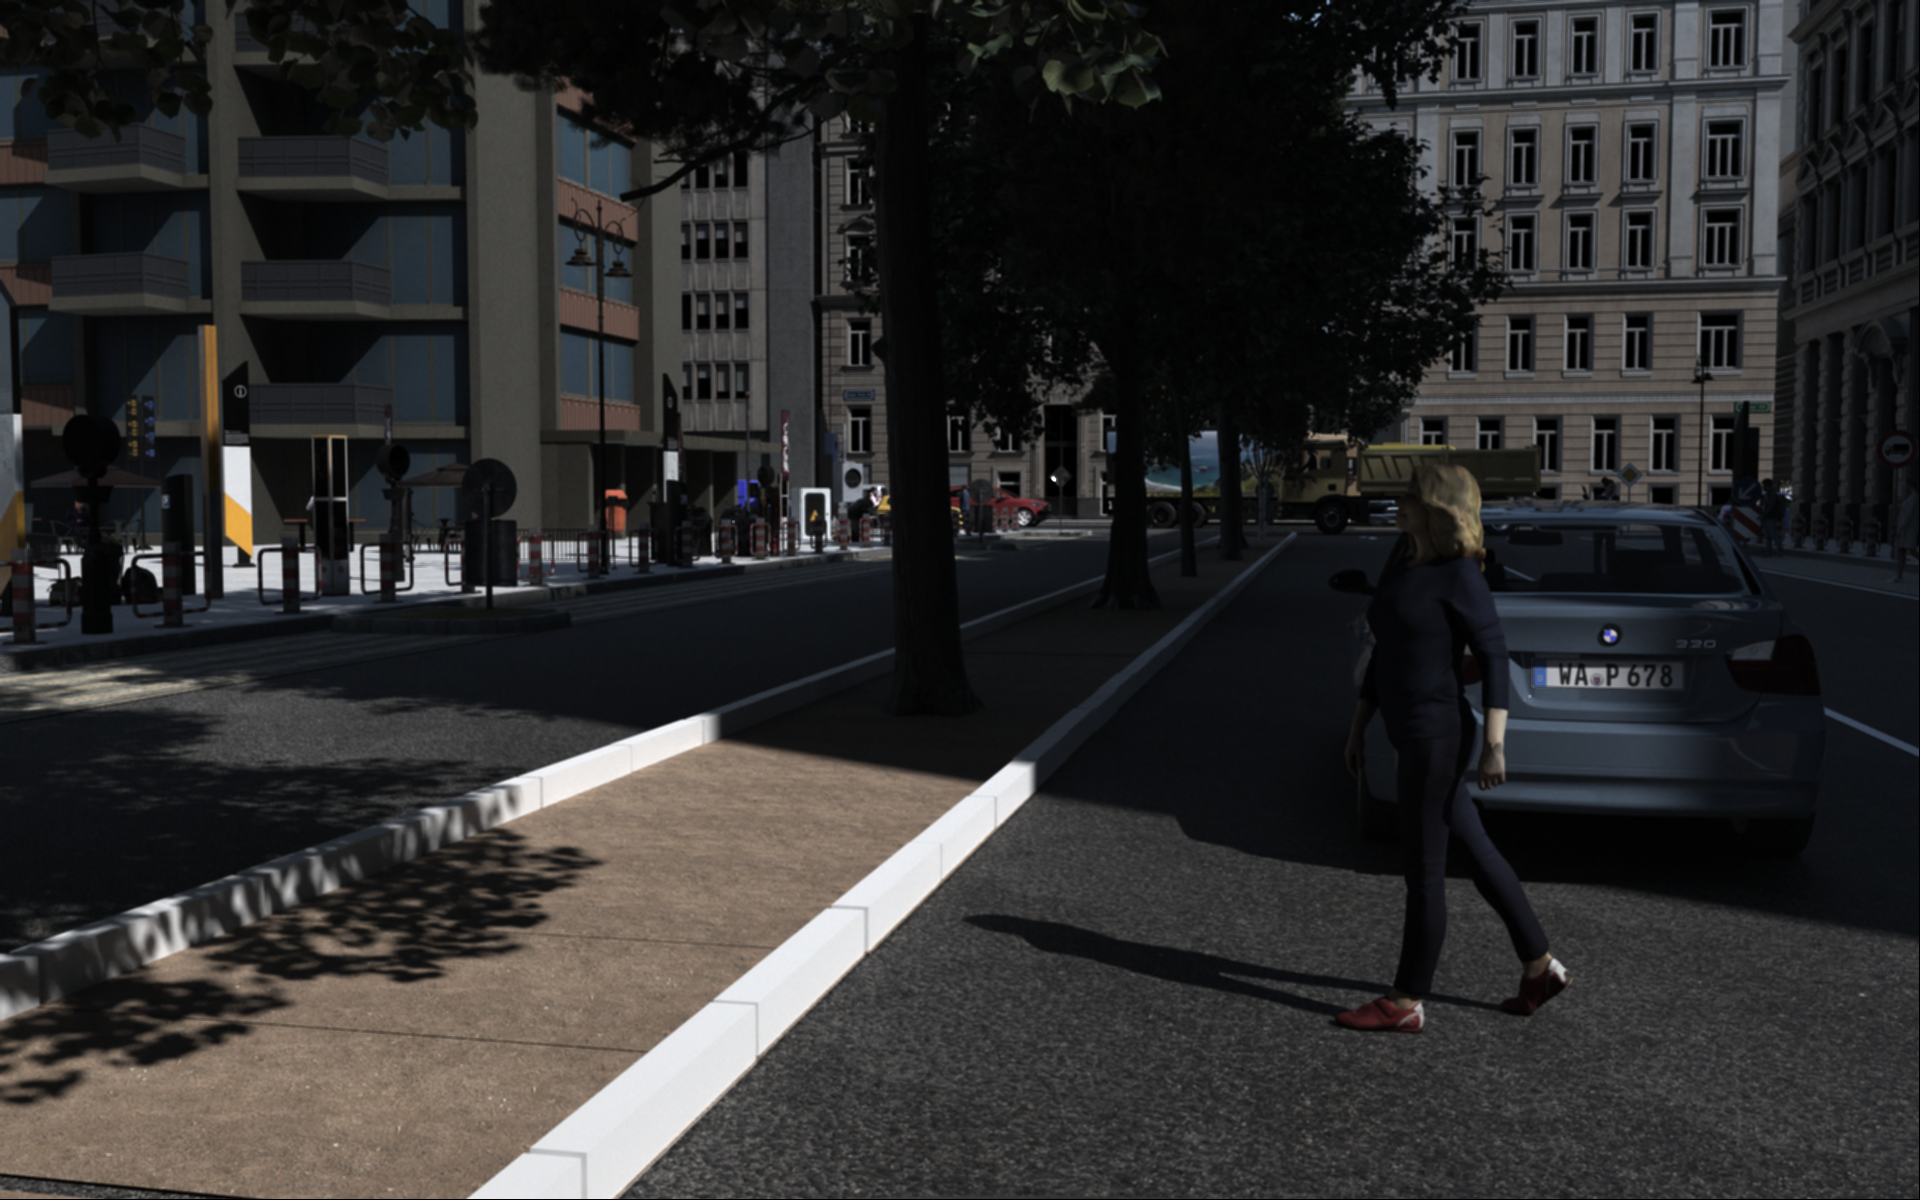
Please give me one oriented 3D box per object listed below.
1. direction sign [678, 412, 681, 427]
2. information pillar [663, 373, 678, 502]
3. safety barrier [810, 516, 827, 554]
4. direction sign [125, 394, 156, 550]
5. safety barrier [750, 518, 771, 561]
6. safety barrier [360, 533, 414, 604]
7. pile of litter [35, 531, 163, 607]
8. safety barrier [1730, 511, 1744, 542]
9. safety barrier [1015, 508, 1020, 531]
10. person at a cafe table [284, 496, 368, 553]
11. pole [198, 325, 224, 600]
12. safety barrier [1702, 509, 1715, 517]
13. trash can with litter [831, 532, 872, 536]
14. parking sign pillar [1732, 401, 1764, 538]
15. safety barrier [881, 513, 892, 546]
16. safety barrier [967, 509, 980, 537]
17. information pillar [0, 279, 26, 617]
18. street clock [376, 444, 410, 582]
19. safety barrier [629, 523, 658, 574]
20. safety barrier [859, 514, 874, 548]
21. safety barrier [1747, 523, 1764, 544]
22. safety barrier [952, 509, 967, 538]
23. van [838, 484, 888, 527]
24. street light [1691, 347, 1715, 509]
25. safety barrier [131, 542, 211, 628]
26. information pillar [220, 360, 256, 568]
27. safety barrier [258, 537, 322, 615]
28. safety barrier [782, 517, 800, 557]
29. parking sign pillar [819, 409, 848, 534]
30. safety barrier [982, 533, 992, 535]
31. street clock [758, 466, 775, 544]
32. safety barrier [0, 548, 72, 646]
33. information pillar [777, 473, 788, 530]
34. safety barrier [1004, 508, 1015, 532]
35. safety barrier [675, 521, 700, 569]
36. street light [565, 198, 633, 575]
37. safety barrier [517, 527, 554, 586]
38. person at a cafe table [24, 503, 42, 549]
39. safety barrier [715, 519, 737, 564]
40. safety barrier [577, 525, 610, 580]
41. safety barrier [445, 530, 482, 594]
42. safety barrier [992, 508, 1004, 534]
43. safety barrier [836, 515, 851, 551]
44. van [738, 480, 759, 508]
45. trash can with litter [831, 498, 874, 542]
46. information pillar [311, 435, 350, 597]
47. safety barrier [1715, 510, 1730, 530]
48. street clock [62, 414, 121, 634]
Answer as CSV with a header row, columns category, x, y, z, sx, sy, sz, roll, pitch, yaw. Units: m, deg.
category,x,y,z,sx,sy,sz,roll,pitch,yaw
direction sign,-7.932,-3.456,48.508,0.379,3.537,0.876,-2,4,-24
information pillar,-5.641,-2.594,33.759,0.183,3.616,0.504,1,4,16
safety barrier,-3.037,-1.405,37.249,0.300,0.817,1.120,1,4,12
direction sign,-18.794,-2.923,39.784,0.379,3.537,0.876,1,4,15
safety barrier,-3.859,-1.176,33.504,0.300,0.817,1.120,1,4,12
safety barrier,-6.736,-0.373,20.381,0.300,0.817,1.120,1,4,12
pile of litter,-10.074,-0.380,20.179,1.719,0.858,1.176,-2,4,-24
safety barrier,21.090,-1.979,46.635,0.300,0.817,1.120,1,4,12
safety barrier,1.914,-2.784,59.790,0.300,0.817,1.120,1,4,12
person at a cafe table,-13.967,-1.812,38.139,1.698,1.524,1.622,-1,4,-17
pole,-9.106,-1.664,21.043,0.158,3.312,0.155,0,3,0
safety barrier,21.912,-2.208,50.380,0.300,0.817,1.120,1,4,12
trash can with litter,-3.799,-2.538,52.548,2.233,1.210,1.678,0,4,5
parking sign pillar,22.968,-3.805,50.681,1.447,3.967,1.447,1,4,13
safety barrier,-1.801,-1.750,42.883,0.300,0.817,1.120,1,4,12
safety barrier,0.262,-2.324,52.273,0.300,0.817,1.120,1,4,12
information pillar,-9.945,-1.634,18.072,0.504,3.616,0.183,3,4,37
street clock,-8.252,-1.266,25.263,0.358,2.002,0.471,1,4,23
safety barrier,-5.093,-0.833,27.888,0.300,0.817,1.120,1,4,12
safety barrier,-2.213,-1.634,40.996,0.300,0.817,1.120,1,4,12
safety barrier,20.681,-1.864,44.760,0.300,0.817,1.120,1,4,12
safety barrier,-0.149,-2.210,50.400,0.300,0.817,1.120,1,4,12
van,-5.171,-4.212,75.869,4.112,2.044,2.013,1,4,11
street light,23.311,-4.997,54.485,0.468,5.910,1.993,1,4,12
safety barrier,-7.565,-0.144,16.633,0.300,0.817,1.120,1,4,12
information pillar,-12.601,-2.375,30.190,0.183,3.616,0.504,3,5,42
safety barrier,-7.151,-0.259,18.510,0.300,0.817,1.120,1,4,12
safety barrier,-3.446,-1.291,35.376,0.300,0.817,1.120,1,4,12
parking sign pillar,-4.226,-4.121,55.856,1.447,3.967,1.447,0,4,5
safety barrier,0.670,-2.439,54.146,0.300,0.817,1.120,1,4,12
street clock,-5.017,-2.465,44.879,0.358,2.002,0.471,-3,5,-41
safety barrier,-7.976,-0.029,14.748,0.300,0.817,1.120,1,4,12
information pillar,-6.320,-3.504,61.788,0.304,2.012,0.304,-2,4,-30
safety barrier,1.501,-2.669,57.910,0.300,0.817,1.120,1,4,12
safety barrier,-4.682,-0.947,29.760,0.300,0.817,1.120,1,4,12
street light,-5.669,-3.340,27.393,0.468,5.910,1.993,1,4,12
safety barrier,-5.914,-0.603,24.137,0.300,0.817,1.120,1,4,12
person at a cafe table,-21.635,-1.728,39.121,1.726,1.238,1.698,2,4,30
safety barrier,-4.269,-1.062,31.632,0.300,0.817,1.120,1,4,12
safety barrier,-5.502,-0.718,26.015,0.300,0.817,1.120,1,4,12
safety barrier,-6.328,-0.489,22.265,0.300,0.817,1.120,1,4,12
safety barrier,1.087,-2.554,56.030,0.300,0.817,1.120,1,4,12
safety barrier,-2.628,-1.520,39.122,0.300,0.817,1.120,1,4,12
van,-11.465,-4.397,76.282,5.245,2.365,2.240,1,4,13
trash can with litter,-2.880,-2.134,46.275,1.055,1.170,0.624,-3,5,-41
information pillar,-7.913,-1.058,21.790,0.304,2.012,0.304,2,4,25
safety barrier,21.503,-2.094,48.507,0.300,0.817,1.120,1,4,12
street clock,-7.942,-0.692,15.884,0.471,2.002,0.358,1,4,20
